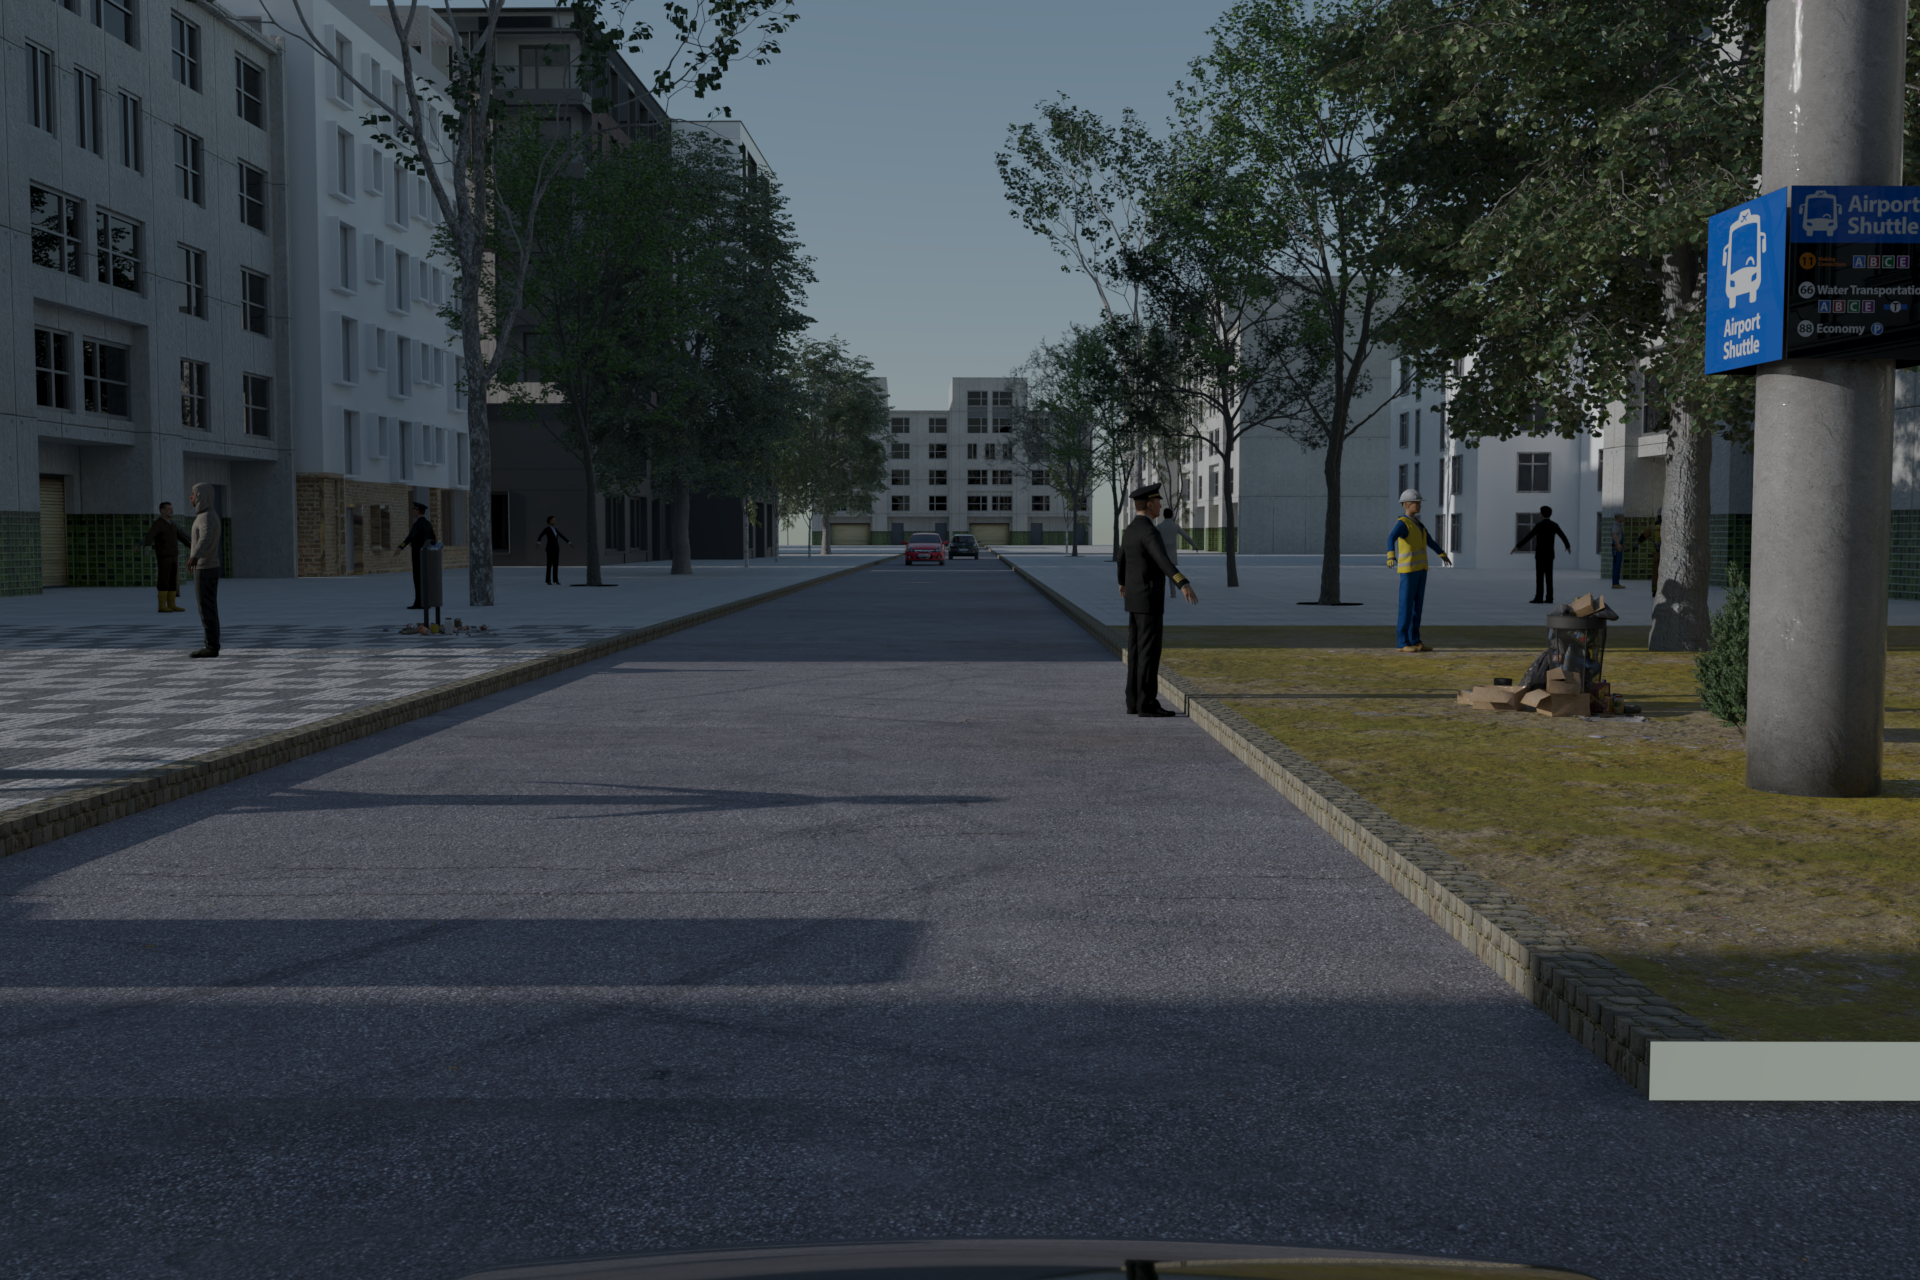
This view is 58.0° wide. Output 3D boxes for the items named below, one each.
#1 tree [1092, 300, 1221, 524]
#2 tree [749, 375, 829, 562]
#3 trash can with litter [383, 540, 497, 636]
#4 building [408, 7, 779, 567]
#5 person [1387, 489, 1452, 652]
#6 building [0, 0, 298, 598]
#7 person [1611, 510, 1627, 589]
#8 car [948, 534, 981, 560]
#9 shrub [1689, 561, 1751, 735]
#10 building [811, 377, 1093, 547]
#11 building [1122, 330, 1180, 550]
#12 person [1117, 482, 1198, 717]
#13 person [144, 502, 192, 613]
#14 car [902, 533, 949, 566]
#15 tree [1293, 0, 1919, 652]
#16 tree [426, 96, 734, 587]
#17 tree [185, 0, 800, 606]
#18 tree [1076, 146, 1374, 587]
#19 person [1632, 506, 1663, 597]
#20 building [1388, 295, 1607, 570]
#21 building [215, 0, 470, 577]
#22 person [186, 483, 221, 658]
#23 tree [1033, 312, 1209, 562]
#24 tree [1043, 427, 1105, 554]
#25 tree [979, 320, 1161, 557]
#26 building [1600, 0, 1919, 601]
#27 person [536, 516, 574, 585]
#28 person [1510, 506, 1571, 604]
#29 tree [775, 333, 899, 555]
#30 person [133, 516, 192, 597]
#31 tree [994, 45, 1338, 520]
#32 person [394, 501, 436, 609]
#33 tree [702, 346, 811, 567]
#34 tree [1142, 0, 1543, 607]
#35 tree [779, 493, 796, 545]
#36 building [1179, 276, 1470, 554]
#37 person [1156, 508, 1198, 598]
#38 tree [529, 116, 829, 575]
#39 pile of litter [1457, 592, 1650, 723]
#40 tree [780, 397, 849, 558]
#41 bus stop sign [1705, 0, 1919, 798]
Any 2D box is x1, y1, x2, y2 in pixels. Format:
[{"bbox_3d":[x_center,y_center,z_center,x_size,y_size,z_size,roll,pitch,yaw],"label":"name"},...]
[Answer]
[{"bbox_3d":[6.849,-6.324,53.766,4.360,8.622,3.978,0,3,0],"label":"tree"},{"bbox_3d":[-8.603,-7.868,79.001,4.360,8.622,3.978,0,3,0],"label":"tree"},{"bbox_3d":[-6.739,-0.720,22.823,1.678,1.210,2.233,0,4,0],"label":"trash can with litter"},{"bbox_3d":[-24.784,-14.685,84.079,27.936,21.610,32.646,0,4,1],"label":"building"},{"bbox_3d":[4.991,-0.758,18.864,1.216,1.772,0.721,-3,5,-44],"label":"person"},{"bbox_3d":[-27.770,-10.273,34.424,16.747,18.905,31.486,0,3,0],"label":"building"},{"bbox_3d":[15.483,-2.130,40.690,0.705,1.847,1.347,2,4,25],"label":"person"},{"bbox_3d":[0.208,-5.419,98.393,2.009,1.686,4.222,0,4,1],"label":"car"},{"bbox_3d":[5.162,0.007,11.002,1.383,1.207,1.383,0,3,0],"label":"shrub"},{"bbox_3d":[-1.115,-20.373,202.007,31.486,18.905,16.747,0,4,-2],"label":"building"},{"bbox_3d":[24.695,-17.876,158.735,16.747,18.905,31.486,0,3,0],"label":"building"},{"bbox_3d":[1.491,-0.322,13.664,0.705,1.837,1.347,-1,4,-17],"label":"person"},{"bbox_3d":[-12.971,-1.361,28.390,0.704,1.812,1.346,1,4,10],"label":"person"},{"bbox_3d":[-1.599,-4.343,80.051,2.155,1.783,4.494,0,4,0],"label":"car"},{"bbox_3d":[7.937,-6.862,18.846,9.857,13.997,8.962,0,3,0],"label":"tree"},{"bbox_3d":[-9.131,-7.122,42.203,9.928,11.665,9.643,0,3,0],"label":"tree"},{"bbox_3d":[-8.780,-10.584,28.931,12.611,20.169,13.585,0,3,0],"label":"tree"},{"bbox_3d":[6.312,-6.577,41.943,7.601,10.594,8.767,0,4,4],"label":"tree"},{"bbox_3d":[14.236,-1.792,35.069,0.705,1.858,1.354,-3,5,-43],"label":"person"},{"bbox_3d":[23.467,-7.428,63.598,9.099,9.664,28.070,0,4,1],"label":"building"},{"bbox_3d":[-23.591,-12.014,52.844,16.016,20.090,11.380,0,4,-1],"label":"building"},{"bbox_3d":[-7.889,-0.729,18.048,0.705,1.813,1.348,-1,4,-20],"label":"person"},{"bbox_3d":[7.406,-9.436,80.029,9.928,11.665,9.643,0,3,0],"label":"tree"},{"bbox_3d":[6.963,-9.785,110.348,4.737,8.622,4.395,0,3,0],"label":"tree"},{"bbox_3d":[6.635,-11.511,98.581,12.009,13.543,11.850,0,3,0],"label":"tree"},{"bbox_3d":[26.636,-10.215,33.477,16.747,18.905,31.486,0,4,1],"label":"building"},{"bbox_3d":[-10.221,-2.259,43.654,0.721,1.740,1.216,2,4,34],"label":"person"},{"bbox_3d":[10.802,-1.582,32.053,1.347,1.806,0.705,-1,4,-21],"label":"person"},{"bbox_3d":[-8.470,-12.333,108.299,9.857,13.997,8.962,0,3,0],"label":"tree"},{"bbox_3d":[-16.076,-1.769,35.190,0.705,1.796,1.348,3,5,44],"label":"person"},{"bbox_3d":[8.253,-12.891,66.654,12.611,20.169,13.585,0,3,0],"label":"tree"},{"bbox_3d":[-9.253,-1.450,29.635,0.705,1.837,1.347,1,4,10],"label":"person"},{"bbox_3d":[-7.978,-7.102,66.484,4.737,8.622,4.395,0,3,0],"label":"tree"},{"bbox_3d":[6.770,-6.424,30.781,9.928,11.665,9.643,0,3,0],"label":"tree"},{"bbox_3d":[-19.774,-15.040,196.269,4.737,8.622,4.395,0,3,0],"label":"tree"},{"bbox_3d":[26.455,-15.947,127.185,16.747,18.905,31.486,0,4,0],"label":"building"},{"bbox_3d":[4.166,-1.755,34.873,1.347,1.806,0.705,-1,4,-10],"label":"person"},{"bbox_3d":[-8.831,-9.064,54.854,9.857,13.997,8.962,0,3,0],"label":"tree"},{"bbox_3d":[4.291,0.084,12.589,1.176,0.858,1.719,0,4,0],"label":"pile of litter"},{"bbox_3d":[-8.194,-8.743,93.317,4.360,8.622,3.978,0,3,0],"label":"tree"},{"bbox_3d":[4.293,-1.198,8.605,0.837,3.901,0.837,0,4,-1],"label":"bus stop sign"}]
